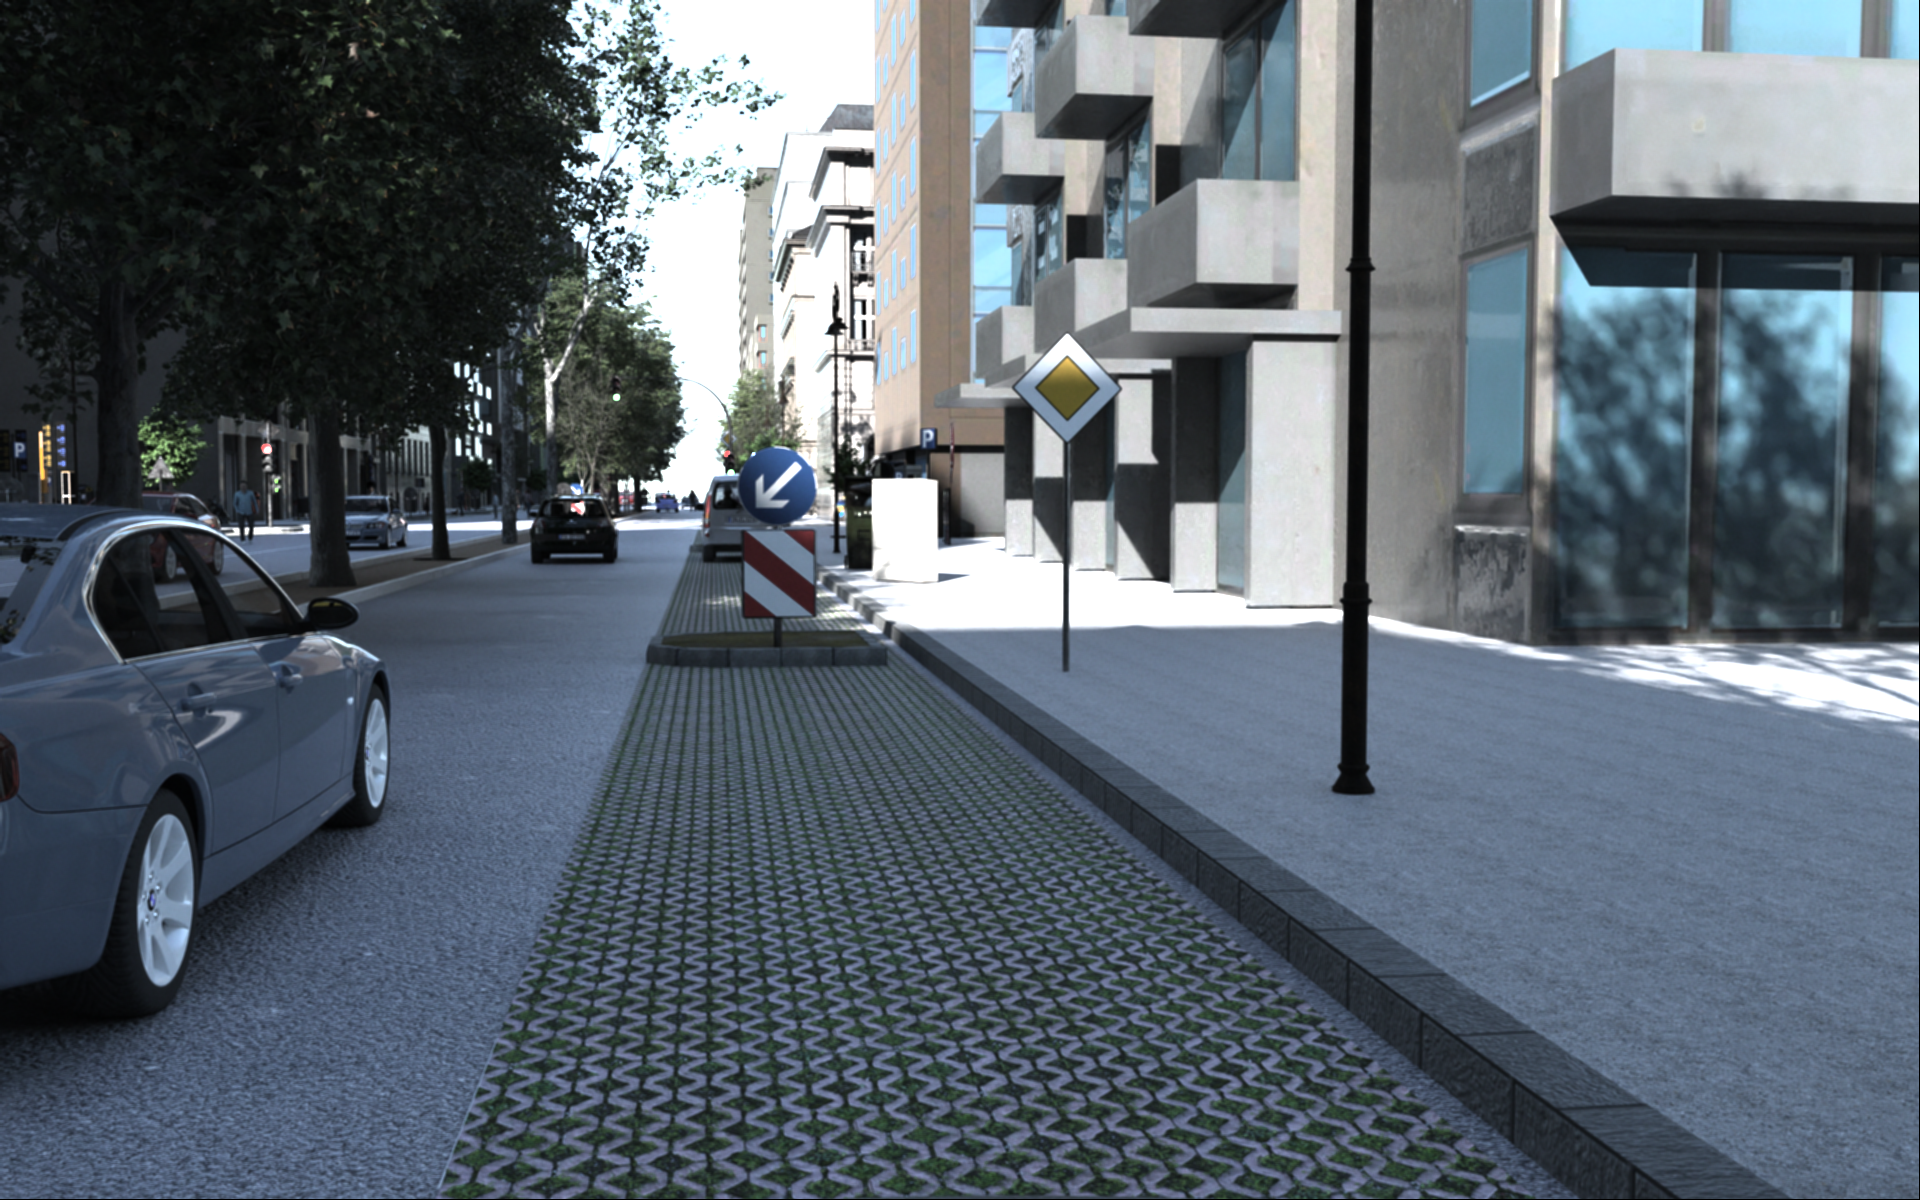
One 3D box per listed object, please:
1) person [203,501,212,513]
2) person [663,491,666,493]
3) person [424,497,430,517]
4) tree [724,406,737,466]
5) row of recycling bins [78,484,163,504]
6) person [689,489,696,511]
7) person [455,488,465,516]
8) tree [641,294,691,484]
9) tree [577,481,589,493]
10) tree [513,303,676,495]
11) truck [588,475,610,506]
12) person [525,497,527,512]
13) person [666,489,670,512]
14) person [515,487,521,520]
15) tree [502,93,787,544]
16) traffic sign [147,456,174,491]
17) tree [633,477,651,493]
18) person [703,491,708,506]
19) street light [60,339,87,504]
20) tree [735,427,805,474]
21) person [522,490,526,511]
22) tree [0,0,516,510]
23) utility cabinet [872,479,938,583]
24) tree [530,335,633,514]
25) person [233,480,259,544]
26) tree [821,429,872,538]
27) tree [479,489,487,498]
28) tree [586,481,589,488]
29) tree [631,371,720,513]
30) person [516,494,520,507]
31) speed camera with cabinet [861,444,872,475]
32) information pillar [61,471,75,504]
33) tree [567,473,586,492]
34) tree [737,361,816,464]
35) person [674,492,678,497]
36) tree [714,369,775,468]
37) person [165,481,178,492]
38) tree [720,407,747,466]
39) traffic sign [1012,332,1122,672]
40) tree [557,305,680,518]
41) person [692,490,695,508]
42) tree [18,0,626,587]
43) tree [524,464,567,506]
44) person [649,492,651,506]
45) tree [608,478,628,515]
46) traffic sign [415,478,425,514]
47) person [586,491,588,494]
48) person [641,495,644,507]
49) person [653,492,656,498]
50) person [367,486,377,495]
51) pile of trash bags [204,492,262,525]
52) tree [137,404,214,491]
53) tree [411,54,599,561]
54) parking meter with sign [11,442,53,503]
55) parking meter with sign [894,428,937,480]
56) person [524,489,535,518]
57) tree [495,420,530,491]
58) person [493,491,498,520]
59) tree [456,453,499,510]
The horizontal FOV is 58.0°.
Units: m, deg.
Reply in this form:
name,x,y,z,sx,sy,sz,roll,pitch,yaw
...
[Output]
name,x,y,z,sx,sy,sz,roll,pitch,yaw
person,-20.041,-2.009,46.015,0.373,1.253,0.362,-1,4,-10
person,-29.635,-10.099,174.343,1.217,1.743,0.721,2,4,32
person,-32.128,-5.573,104.280,0.373,1.253,0.362,2,4,34
tree,-16.584,-11.356,136.029,4.360,8.622,3.978,0,3,0
row of recycling bins,-35.264,-3.999,72.492,3.534,1.692,1.069,-3,4,-37
person,-22.393,-8.372,145.182,0.655,1.846,0.447,-1,4,-13
person,-32.720,-6.402,113.343,0.661,1.801,0.590,3,5,42
tree,-19.068,-11.229,92.703,9.857,13.997,8.962,0,3,0
tree,-57.890,-16.658,266.960,1.663,3.219,1.824,0,3,0
tree,-17.988,-8.992,83.891,8.767,10.594,7.601,-1,4,-8
truck,-43.330,-13.475,209.236,2.839,4.237,11.283,-1,4,-10
person,-35.135,-8.029,140.779,0.512,1.701,0.522,-1,4,-13
person,-23.581,-8.050,140.134,0.555,1.821,0.388,-2,4,-34
person,-24.267,-5.257,94.626,0.473,1.802,0.592,-2,4,-28
tree,-11.554,-11.615,48.246,12.611,20.169,13.585,0,3,0
traffic sign,-27.060,-3.587,58.648,0.884,2.594,0.081,0,4,-5
tree,-23.575,-10.404,122.929,4.360,8.622,3.978,0,3,0
person,-8.909,-3.284,62.212,0.660,1.820,0.620,-1,4,-12
street light,-26.040,-4.781,50.960,0.468,5.910,1.993,-1,4,-8
tree,-9.190,-6.166,84.526,4.285,4.588,4.351,0,3,0
person,-37.711,-8.646,150.416,0.990,1.755,0.434,2,4,35
tree,-8.107,-5.927,16.378,9.611,12.733,9.660,0,3,0
utility cabinet,-0.798,-1.012,25.220,0.318,1.500,1.173,-3,5,-40
tree,-16.994,-7.654,77.962,4.360,8.622,3.978,0,3,0
person,-20.443,-2.512,49.591,0.660,1.820,0.620,-2,4,-30
tree,-3.405,-3.435,50.756,1.663,3.219,1.824,0,3,0
tree,-39.953,-9.158,144.331,1.663,3.219,1.824,0,3,0
tree,-56.468,-16.648,255.908,4.285,4.588,4.351,0,3,0
tree,-24.611,-13.437,132.524,12.009,13.543,11.850,0,3,0
person,-20.279,-4.282,78.293,0.659,1.850,0.755,0,4,-6
speed camera with cabinet,-3.323,-4.549,68.714,0.660,3.252,2.038,-3,4,-37
information pillar,-28.984,-3.173,56.373,0.304,2.012,0.304,1,4,13
tree,-51.276,-14.643,223.121,4.285,4.588,4.351,0,3,0
tree,-9.983,-8.862,95.250,4.360,8.622,3.978,0,3,0
person,-50.481,-18.203,306.127,1.348,1.823,0.705,1,4,20
tree,-18.875,-14.606,156.942,7.486,12.596,7.792,0,3,0
person,-23.886,-2.674,52.326,0.635,1.810,0.391,-3,5,-45
tree,-29.848,-19.875,235.326,12.009,13.543,11.850,0,3,0
traffic sign,0.763,-0.689,12.455,0.795,2.450,0.064,0,4,-7
tree,-20.391,-11.085,101.823,7.486,12.596,7.792,0,3,0
person,-28.208,-10.698,183.037,1.348,1.869,0.705,2,4,26
tree,-9.695,-7.167,26.285,9.857,13.997,8.962,0,3,0
tree,-46.461,-12.709,191.507,4.285,4.588,4.351,0,3,0
person,-38.156,-12.504,213.627,0.721,1.739,1.217,0,4,-5
tree,-22.956,-10.123,118.331,4.737,8.622,4.395,0,3,0
traffic sign,-34.415,-6.619,110.349,0.606,2.300,0.079,0,4,0
person,-40.930,-11.060,189.886,0.990,1.755,0.434,2,4,34
person,-36.505,-11.608,198.420,0.705,1.807,1.348,2,4,33
person,-53.035,-17.882,301.656,1.217,1.735,0.721,-1,4,-21
person,-26.398,-4.225,77.860,0.520,1.790,0.573,-2,4,-27
pile of trash bags,-31.321,-3.874,73.091,3.447,1.369,1.912,-2,4,-29
tree,-28.878,-4.834,62.755,4.285,4.588,4.351,0,3,0
tree,-11.309,-6.658,37.078,9.928,11.665,9.643,0,3,0
parking meter with sign,-30.582,-3.748,57.549,1.738,3.016,0.543,1,4,17
parking meter with sign,-1.392,-3.009,45.452,0.543,3.016,1.738,3,5,43
person,-25.361,-5.670,101.802,0.593,1.750,0.643,1,4,22
tree,-42.111,-13.110,164.712,4.360,8.622,3.978,0,3,0
person,-26.207,-5.345,97.694,0.330,1.601,0.589,0,4,4
tree,-38.681,-9.491,138.895,4.285,4.588,4.351,0,3,0
